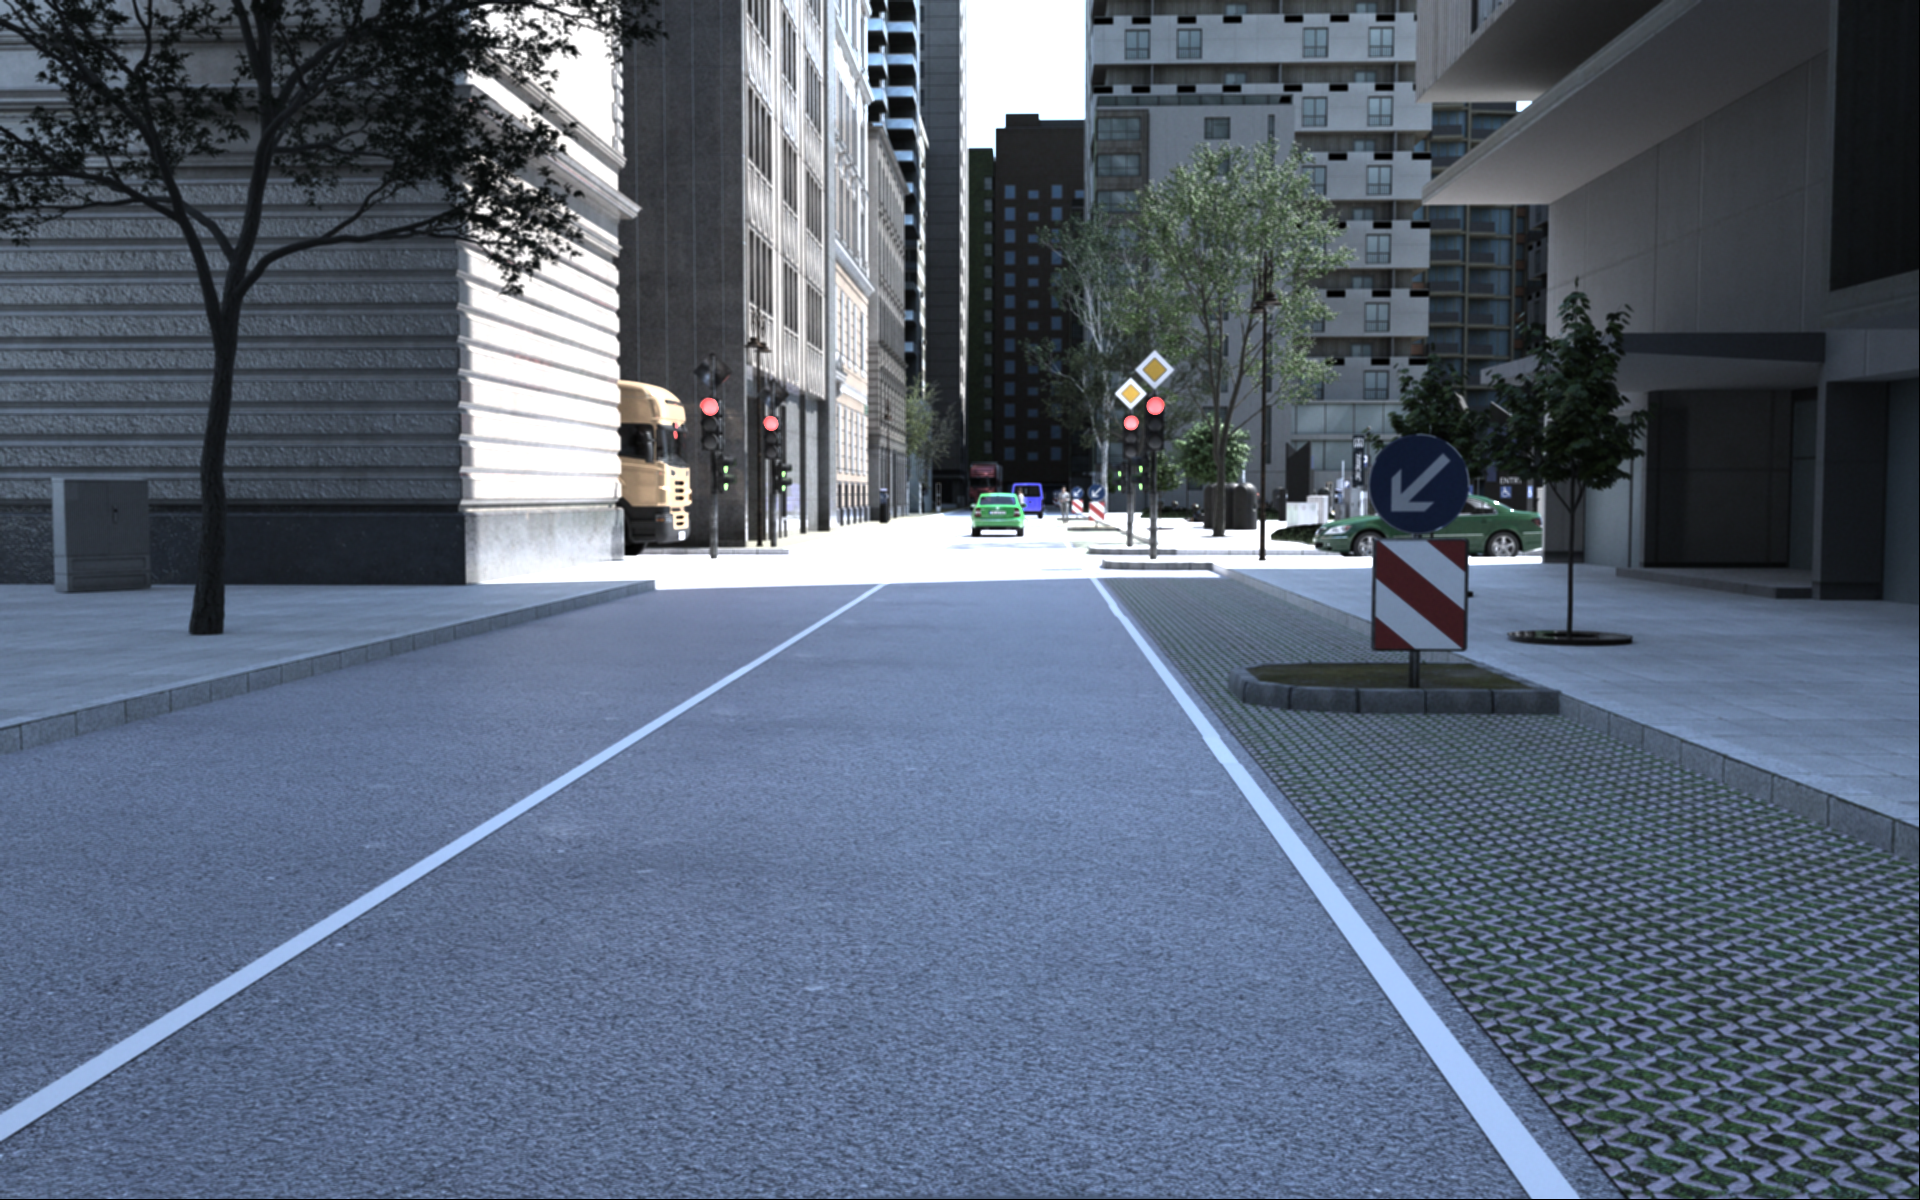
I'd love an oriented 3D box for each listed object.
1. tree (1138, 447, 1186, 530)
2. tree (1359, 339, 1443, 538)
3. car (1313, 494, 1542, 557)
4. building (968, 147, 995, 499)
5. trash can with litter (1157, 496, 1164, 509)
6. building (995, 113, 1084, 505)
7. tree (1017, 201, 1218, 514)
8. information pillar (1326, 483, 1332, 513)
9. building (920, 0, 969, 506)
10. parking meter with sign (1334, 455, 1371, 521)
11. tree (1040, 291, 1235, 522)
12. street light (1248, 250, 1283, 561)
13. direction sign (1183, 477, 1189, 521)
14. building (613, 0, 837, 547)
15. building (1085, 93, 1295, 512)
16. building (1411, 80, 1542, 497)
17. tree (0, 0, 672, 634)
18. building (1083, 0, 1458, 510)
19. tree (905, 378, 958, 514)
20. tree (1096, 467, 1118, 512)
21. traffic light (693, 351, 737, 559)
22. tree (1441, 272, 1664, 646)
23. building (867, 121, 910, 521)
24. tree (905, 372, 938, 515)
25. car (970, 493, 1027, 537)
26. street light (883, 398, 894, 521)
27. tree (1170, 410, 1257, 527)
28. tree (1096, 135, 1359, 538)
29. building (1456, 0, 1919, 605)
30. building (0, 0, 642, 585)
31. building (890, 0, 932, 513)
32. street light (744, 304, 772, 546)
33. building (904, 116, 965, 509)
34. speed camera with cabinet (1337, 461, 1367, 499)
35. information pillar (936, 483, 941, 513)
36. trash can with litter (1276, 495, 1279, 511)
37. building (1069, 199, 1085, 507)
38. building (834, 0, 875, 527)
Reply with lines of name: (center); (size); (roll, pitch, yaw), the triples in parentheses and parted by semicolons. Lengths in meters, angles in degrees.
tree: (6.999, -4.086, 61.399); (1.663, 3.219, 1.824); (0, 3, 0)
tree: (5.819, -1.662, 21.770); (1.663, 3.219, 1.824); (0, 3, 0)
car: (10.101, -1.563, 37.351); (4.920, 1.459, 2.131); (0, 4, 1)
building: (-2.728, -32.039, 207.430); (14.086, 41.232, 14.154); (0, 4, 2)
trash can with litter: (11.630, -5.422, 100.033); (0.624, 1.170, 1.055); (-1, 4, -14)
building: (11.406, -34.048, 206.796); (14.200, 45.320, 14.600); (0, 4, 2)
tree: (9.950, -15.551, 110.147); (12.611, 20.169, 13.585); (0, 3, 0)
information pillar: (23.743, -6.542, 111.460); (0.304, 2.012, 0.304); (-1, 4, -19)
building: (-9.722, -45.484, 181.918); (20.611, 71.187, 20.563); (0, 4, 2)
parking meter with sign: (17.311, -4.910, 76.540); (1.738, 3.016, 0.543); (-2, 4, -33)
tree: (7.802, -8.778, 77.935); (8.767, 10.594, 7.601); (-1, 4, -10)
street light: (5.807, -3.688, 33.089); (0.468, 5.910, 1.993); (0, 4, 2)
direction sign: (11.016, -5.620, 83.889); (0.379, 3.537, 0.876); (1, 4, 11)
building: (-10.795, -14.271, 51.348); (12.078, 24.808, 19.932); (0, 4, 2)
building: (16.879, -21.848, 128.919); (14.160, 30.474, 14.107); (0, 4, 2)
building: (43.555, -32.112, 179.662); (28.867, 44.769, 22.147); (0, 4, 2)
tree: (-6.616, -4.953, 15.400); (7.601, 10.594, 8.767); (2, 4, 27)
building: (24.469, -34.219, 148.712); (28.713, 52.752, 27.495); (0, 4, 2)
tree: (-2.304, -9.774, 110.165); (4.360, 8.622, 3.978); (0, 3, 0)
tree: (10.511, -7.761, 121.499); (1.663, 3.219, 1.824); (0, 3, 0)
traffic light: (-4.842, -2.763, 34.090); (0.839, 4.253, 0.868); (0, 4, 2)
tree: (5.450, -1.254, 15.109); (1.663, 3.219, 1.824); (0, 3, 0)
building: (-8.105, -14.788, 90.930); (9.793, 20.994, 18.267); (0, 4, 2)
tree: (-3.352, -9.427, 104.494); (4.737, 8.622, 4.395); (0, 3, 0)
car: (1.314, -3.096, 59.420); (1.959, 1.807, 4.718); (0, 4, 2)
street light: (-3.417, -6.704, 82.404); (0.468, 5.910, 1.993); (0, 4, 2)
tree: (9.835, -5.101, 67.113); (4.285, 4.588, 4.351); (0, 3, 0)
tree: (7.729, -7.663, 51.039); (9.928, 11.665, 9.643); (0, 3, 0)
building: (21.442, -26.231, 18.118); (28.713, 52.752, 27.495); (0, 4, 2)
building: (-15.980, -12.225, 28.750); (19.941, 23.489, 11.050); (0, 4, 2)
building: (-13.010, -50.069, 131.301); (22.319, 86.520, 31.000); (0, 4, 2)
street light: (-4.914, -4.253, 42.328); (0.468, 5.910, 1.993); (0, 4, 2)
building: (-15.881, -28.649, 160.298); (32.217, 40.220, 23.993); (0, 4, 2)
speed camera with cabinet: (23.350, -6.617, 102.524); (2.038, 3.252, 0.660); (1, 4, 12)
information pillar: (-1.446, -6.805, 115.758); (0.304, 2.012, 0.304); (0, 4, -4)
trash can with litter: (18.004, -5.294, 97.620); (1.678, 1.210, 2.233); (0, 4, 6)
building: (17.842, -24.434, 171.193); (14.160, 30.474, 14.107); (0, 4, 2)
building: (-10.840, -17.451, 71.234); (13.634, 28.700, 20.117); (0, 4, 2)
